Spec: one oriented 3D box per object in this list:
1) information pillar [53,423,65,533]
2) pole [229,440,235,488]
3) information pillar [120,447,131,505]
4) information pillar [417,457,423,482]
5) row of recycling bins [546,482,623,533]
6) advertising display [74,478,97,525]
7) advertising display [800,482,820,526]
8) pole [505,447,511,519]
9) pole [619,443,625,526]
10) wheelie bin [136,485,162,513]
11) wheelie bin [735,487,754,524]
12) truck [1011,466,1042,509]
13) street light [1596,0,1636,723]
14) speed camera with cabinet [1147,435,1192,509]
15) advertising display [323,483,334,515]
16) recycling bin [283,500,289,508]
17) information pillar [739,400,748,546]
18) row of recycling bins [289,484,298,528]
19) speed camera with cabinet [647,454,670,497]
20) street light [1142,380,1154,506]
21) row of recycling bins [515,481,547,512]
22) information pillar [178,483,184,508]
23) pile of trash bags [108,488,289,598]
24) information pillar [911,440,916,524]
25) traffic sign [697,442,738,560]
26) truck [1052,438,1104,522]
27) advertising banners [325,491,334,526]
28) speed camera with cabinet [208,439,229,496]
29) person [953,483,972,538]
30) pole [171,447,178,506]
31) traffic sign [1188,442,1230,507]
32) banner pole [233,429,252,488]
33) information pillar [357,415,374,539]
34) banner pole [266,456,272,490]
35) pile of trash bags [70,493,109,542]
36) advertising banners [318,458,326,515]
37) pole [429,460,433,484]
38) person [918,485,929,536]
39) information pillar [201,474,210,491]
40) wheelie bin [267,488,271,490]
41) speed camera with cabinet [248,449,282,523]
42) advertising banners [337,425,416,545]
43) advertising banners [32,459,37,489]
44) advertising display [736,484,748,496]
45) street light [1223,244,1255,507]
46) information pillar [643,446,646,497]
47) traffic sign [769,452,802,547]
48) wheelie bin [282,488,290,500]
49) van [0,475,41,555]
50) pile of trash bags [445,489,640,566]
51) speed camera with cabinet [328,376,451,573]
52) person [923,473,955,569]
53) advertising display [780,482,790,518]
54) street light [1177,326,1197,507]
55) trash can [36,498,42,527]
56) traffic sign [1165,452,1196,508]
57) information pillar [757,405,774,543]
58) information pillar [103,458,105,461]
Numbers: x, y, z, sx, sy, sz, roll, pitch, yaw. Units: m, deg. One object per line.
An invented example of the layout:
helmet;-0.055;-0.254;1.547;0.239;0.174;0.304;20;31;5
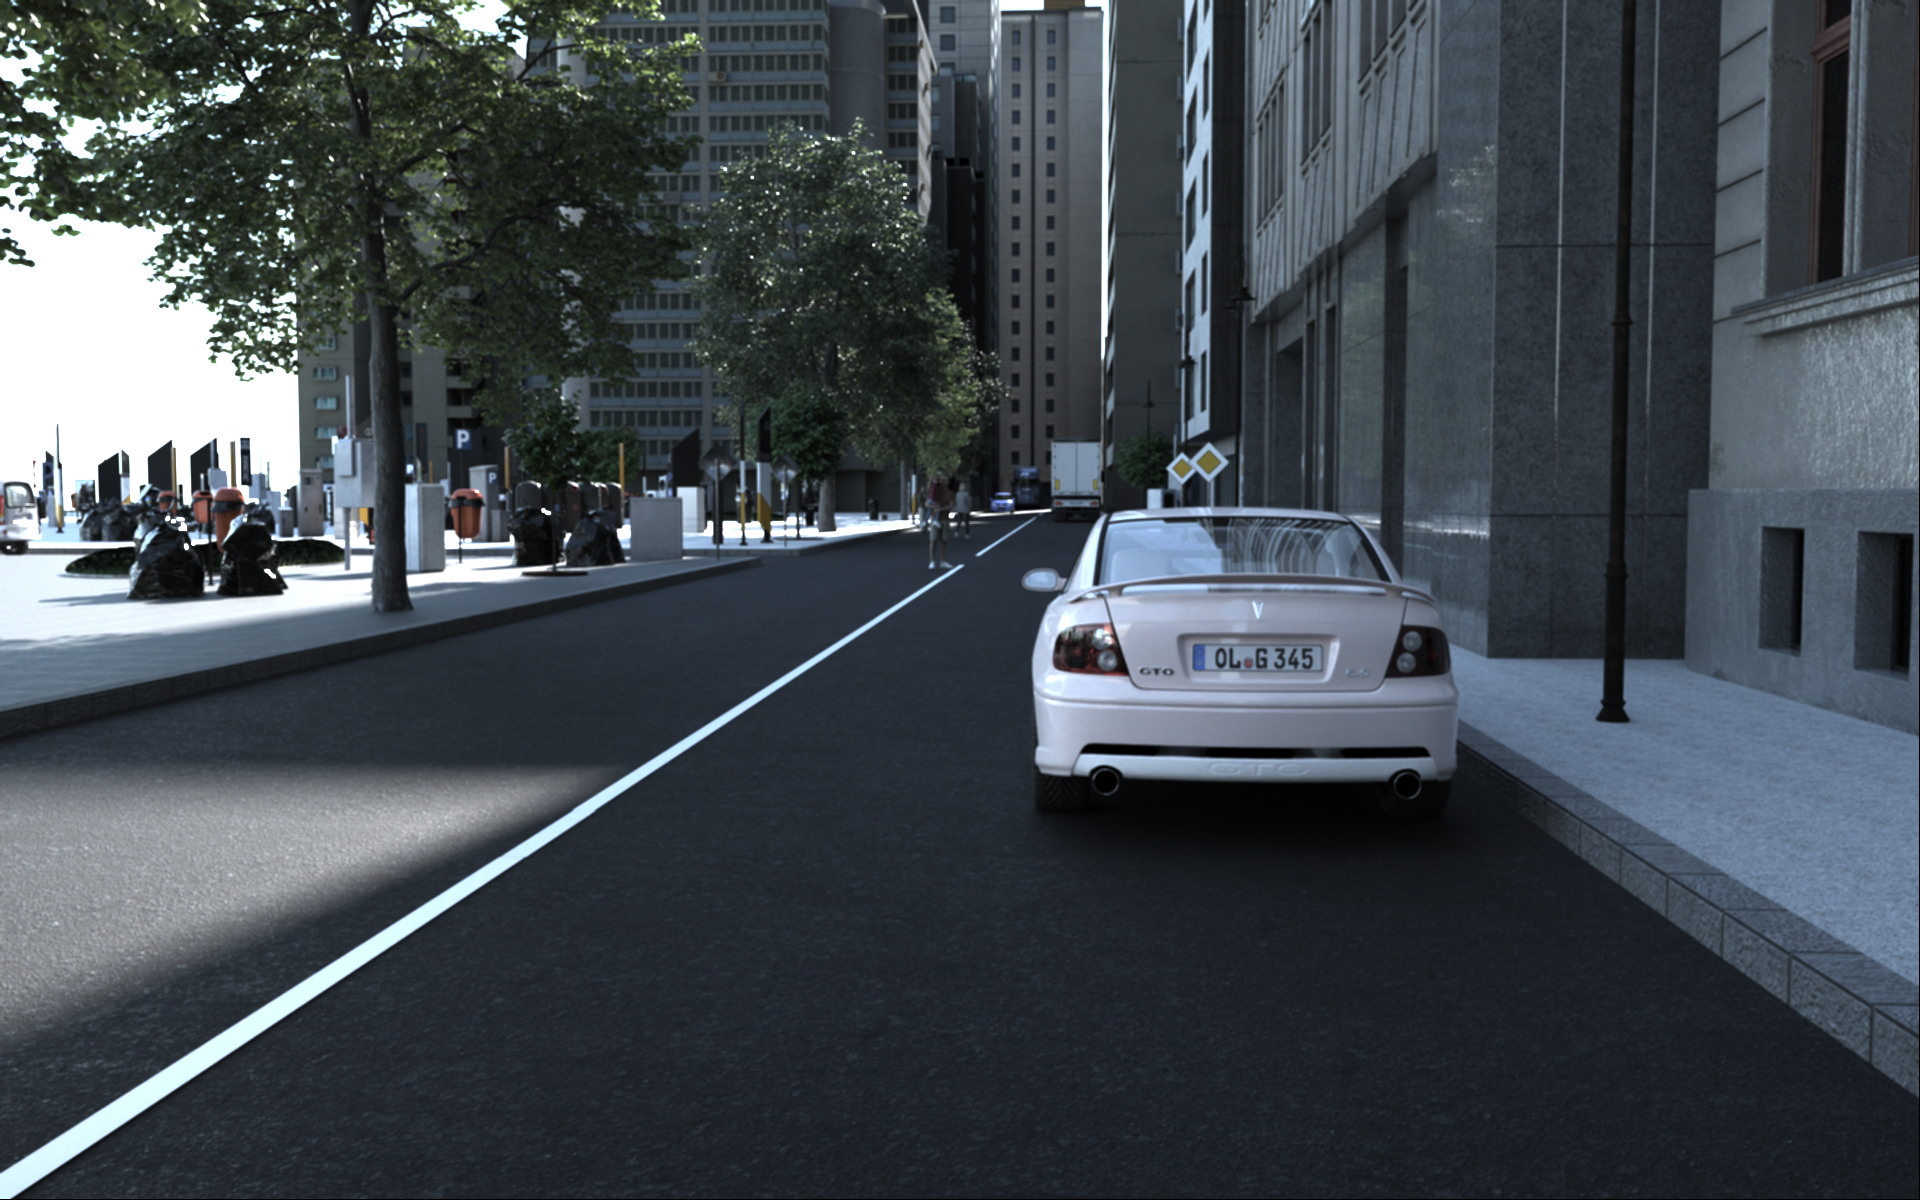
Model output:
information pillar;-29.781;-4.025;57.161;0.183;3.616;0.504;-3;5;-41
pole;-27.687;-4.408;65.919;0.158;3.312;0.155;0;3;0
information pillar;-41.895;-5.849;86.985;0.183;3.616;0.504;2;4;31
information pillar;-34.042;-7.206;109.179;0.504;3.616;0.183;3;5;40
row of recycling bins;-13.352;-3.384;62.440;1.069;1.692;3.534;1;4;20
advertising display;-36.267;-4.075;71.834;0.974;1.923;0.123;1;4;14
advertising display;-5.969;-3.890;68.815;0.123;1.923;0.974;3;5;43
pole;-19.491;-4.941;74.634;0.158;3.312;0.155;0;3;0
pole;-13.468;-4.595;68.976;0.158;3.312;0.155;0;3;0
wheelie bin;-26.781;-3.019;57.264;0.693;1.594;0.980;-3;5;-40
wheelie bin;-9.372;-4.132;75.465;0.693;1.594;0.980;-2;4;-30
truck;6.696;-11.126;171.665;2.967;4.110;18.799;0;4;3
street light;3.693;-2.253;9.620;0.468;5.910;1.993;0;4;4
speed camera with cabinet;6.964;-3.858;57.407;0.660;3.252;2.038;3;4;36
advertising display;-37.535;-5.985;103.068;0.123;1.923;0.974;2;4;33
recycling bin;-30.345;-4.056;78.866;0.722;1.027;0.722;0;4;-6
information pillar;-5.399;-3.163;43.063;0.183;3.616;0.504;0;4;-3
row of recycling bins;-25.595;-3.701;67.625;1.069;1.692;3.534;-1;4;-18
speed camera with cabinet;-14.884;-5.615;86.149;0.660;3.252;2.038;-3;4;-37
street light;7.649;-5.969;70.376;0.468;5.910;1.993;0;4;4
row of recycling bins;-16.003;-3.683;67.329;1.069;1.692;3.534;-3;4;-38
information pillar;-53.663;-7.025;119.342;0.304;2.012;0.304;-1;4;-12
pile of trash bags;-9.902;-0.811;23.016;1.912;1.369;3.447;-1;4;-16
information pillar;-1.983;-5.089;74.564;0.183;3.616;0.504;-1;4;-11
traffic sign;-4.724;-1.842;33.754;0.795;2.450;0.064;0;4;4
truck;6.258;-6.305;92.002;2.839;4.237;11.283;0;4;5
advertising banners;-25.002;-4.547;70.527;0.090;3.025;2.074;1;4;19
speed camera with cabinet;-26.319;-4.117;61.651;0.660;3.252;2.038;-2;4;-27
person;0.028;-2.898;56.070;0.709;1.800;0.728;2;4;35
pole;-33.793;-4.937;74.561;0.158;3.312;0.155;0;3;0
traffic sign;4.749;-1.803;33.125;0.795;2.450;0.064;0;4;4
banner pole;-27.580;-4.679;66.525;0.401;3.779;0.863;3;5;41
information pillar;-17.093;-3.585;49.971;0.504;3.616;0.183;0;4;-5
banner pole;-45.135;-7.536;113.225;0.401;3.779;0.863;0;4;3
pile of trash bags;-22.394;-2.339;47.991;1.912;1.369;3.447;3;5;44
advertising banners;-31.059;-5.390;84.318;0.090;3.025;2.074;-1;4;-10
pole;-31.998;-6.789;104.840;0.158;3.312;0.155;0;3;0
person;-1.248;-3.106;59.825;0.362;1.759;0.519;1;4;21
information pillar;-27.665;-3.616;63.615;0.304;2.012;0.304;-2;4;-35
wheelie bin;-34.670;-4.818;86.683;0.693;1.594;0.980;1;4;12
speed camera with cabinet;-30.479;-4.990;75.921;0.660;3.252;2.038;0;4;5
advertising banners;-14.698;-2.907;43.724;2.074;3.025;0.090;0;4;6
advertising banners;-46.607;-5.532;86.641;0.090;3.025;2.074;0;4;-4
advertising display;-13.350;-6.169;106.080;0.974;1.923;0.123;3;5;44
street light;5.173;-3.638;32.261;0.468;5.910;1.993;0;4;4
information pillar;-15.225;-5.645;83.650;0.183;3.616;0.504;0;4;-4
traffic sign;-4.210;-2.329;41.723;0.795;2.450;0.064;0;4;4
wheelie bin;-36.318;-5.274;94.138;0.980;1.594;0.693;-2;4;-26
van;-23.135;-1.966;39.161;4.112;2.044;2.013;0;4;2
pile of trash bags;-7.819;-1.351;31.844;3.447;1.369;1.912;1;4;15
speed camera with cabinet;-9.515;-2.112;28.870;2.038;3.252;0.660;2;4;30
person;-0.423;-1.526;33.429;0.573;1.828;0.580;2;4;33
advertising display;-9.463;-5.419;93.822;0.123;1.923;0.974;-2;4;-31
street light;6.243;-4.587;47.789;0.468;5.910;1.993;0;4;4
trash can;-34.713;-3.248;64.756;0.748;1.137;0.748;0;3;0
traffic sign;5.264;-2.291;41.093;0.795;2.450;0.064;0;4;4
information pillar;-5.128;-3.306;45.407;0.183;3.616;0.504;2;4;32
information pillar;-55.223;-7.380;112.014;0.504;3.616;0.183;3;5;41
